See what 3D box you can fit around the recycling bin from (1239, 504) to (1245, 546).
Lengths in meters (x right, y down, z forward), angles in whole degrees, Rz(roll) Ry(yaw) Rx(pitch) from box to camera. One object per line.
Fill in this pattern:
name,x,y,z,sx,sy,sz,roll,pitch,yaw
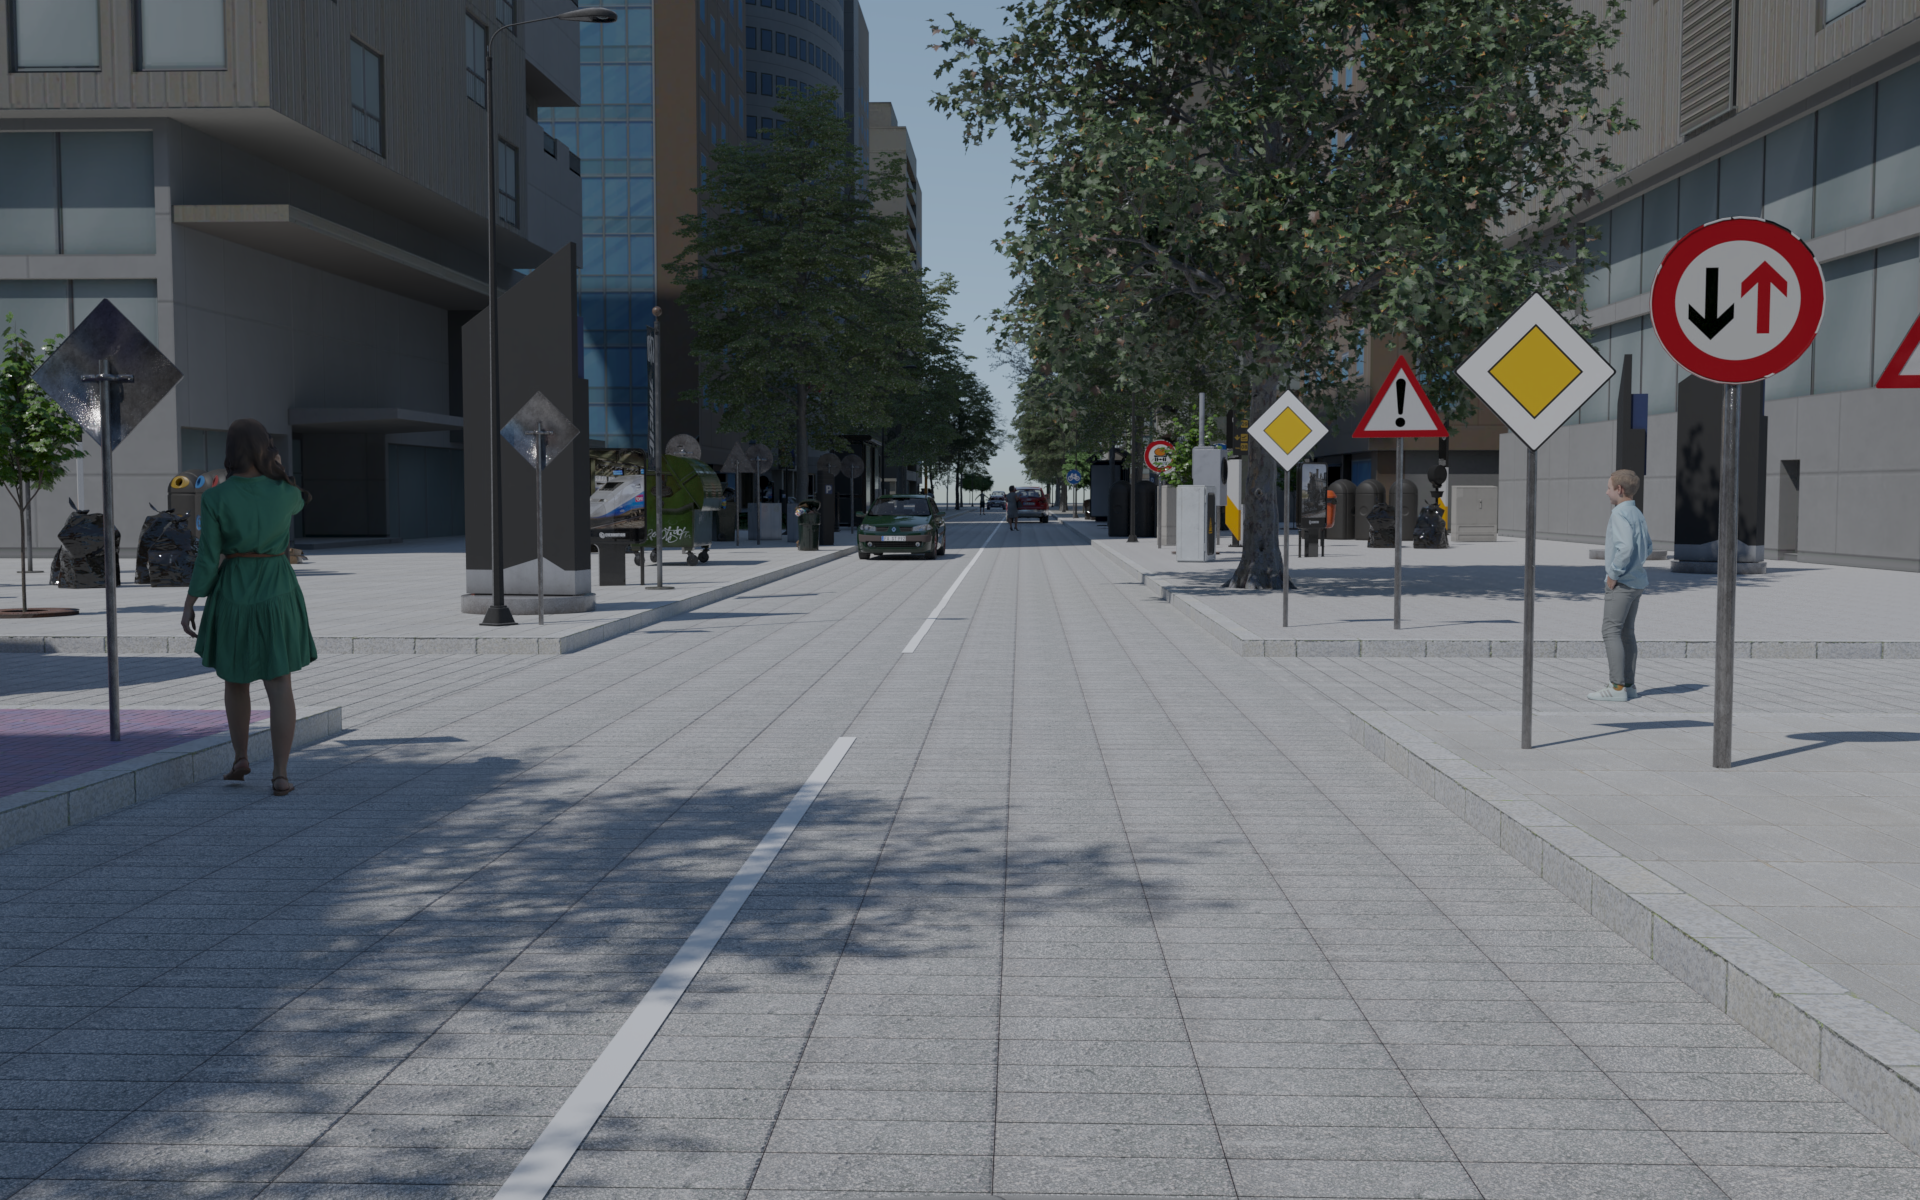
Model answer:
recycling bin,7.266,-1.841,42.654,0.722,1.027,0.722,3,4,37

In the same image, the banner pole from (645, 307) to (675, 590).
banner pole,-4.055,-2.017,22.994,0.401,3.779,0.863,0,4,3

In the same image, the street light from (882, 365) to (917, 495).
street light,-2.245,-5.506,62.562,1.470,5.913,1.316,0,4,2

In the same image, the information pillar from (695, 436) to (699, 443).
information pillar,-10.597,-4.760,69.174,0.183,3.616,0.504,3,5,43

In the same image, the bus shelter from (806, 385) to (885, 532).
bus shelter,-4.133,-5.188,62.451,2.179,5.291,8.768,0,4,2

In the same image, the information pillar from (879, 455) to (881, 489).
information pillar,-4.242,-5.862,87.198,0.504,3.616,0.183,1,4,16

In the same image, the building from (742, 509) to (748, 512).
building,-26.111,-25.232,104.419,32.217,40.220,23.993,0,4,2

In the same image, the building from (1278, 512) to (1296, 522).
building,21.050,-24.471,83.694,14.154,41.232,14.086,0,4,2

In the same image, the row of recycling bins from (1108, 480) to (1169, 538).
row of recycling bins,5.883,-2.700,51.255,3.534,1.692,1.069,3,5,40

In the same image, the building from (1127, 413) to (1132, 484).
building,25.470,-31.035,191.018,14.154,41.232,14.086,0,4,2

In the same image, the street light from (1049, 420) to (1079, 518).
street light,5.603,-7.280,91.575,1.470,5.913,1.316,0,4,2

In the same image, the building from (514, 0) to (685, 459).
building,-18.397,-26.553,84.253,14.600,45.320,14.200,0,4,2

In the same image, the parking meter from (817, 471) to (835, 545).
parking meter,-3.355,-2.302,43.351,0.399,1.863,0.255,-3,5,-42

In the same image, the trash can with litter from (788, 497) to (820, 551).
trash can with litter,-3.530,-1.708,39.318,0.624,1.170,1.055,-1,4,-17

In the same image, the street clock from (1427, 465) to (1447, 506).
street clock,11.876,-2.359,43.137,0.471,2.002,0.358,-2,4,-32

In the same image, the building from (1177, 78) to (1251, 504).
building,26.204,-48.526,106.065,22.319,86.520,31.000,0,4,2

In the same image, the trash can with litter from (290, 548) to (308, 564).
trash can with litter,-12.555,-1.252,31.851,1.055,1.170,0.624,0,4,-4

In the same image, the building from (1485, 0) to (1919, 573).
building,28.231,-27.397,37.185,27.495,52.752,28.713,0,4,2

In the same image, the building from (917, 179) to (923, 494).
building,-12.449,-35.838,236.066,14.600,45.320,14.200,0,4,2

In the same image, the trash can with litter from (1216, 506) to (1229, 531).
trash can with litter,8.997,-2.996,60.367,1.055,1.170,0.624,-2,4,-26

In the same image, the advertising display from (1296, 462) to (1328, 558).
advertising display,7.143,-1.832,35.163,0.123,1.923,0.974,3,5,44

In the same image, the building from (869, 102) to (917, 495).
building,-16.698,-36.363,218.240,21.300,48.544,21.600,0,4,2

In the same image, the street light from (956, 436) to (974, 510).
street light,0.375,-10.186,139.088,1.470,5.913,1.316,0,4,2

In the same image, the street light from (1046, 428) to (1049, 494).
street light,6.759,-9.112,121.520,1.470,5.913,1.316,0,4,2

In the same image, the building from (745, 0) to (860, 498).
building,-19.397,-35.992,130.466,21.231,58.520,28.212,0,4,2

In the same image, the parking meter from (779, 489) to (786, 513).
parking meter,-8.811,-4.756,86.169,0.372,1.533,0.369,0,3,0

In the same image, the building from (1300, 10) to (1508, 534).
building,20.345,-25.160,61.479,14.600,45.320,14.200,0,4,2

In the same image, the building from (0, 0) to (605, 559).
building,-26.108,-27.899,45.384,28.713,52.752,27.495,0,4,2

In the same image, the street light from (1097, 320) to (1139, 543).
street light,4.045,-4.483,45.839,1.470,5.913,1.316,0,4,2

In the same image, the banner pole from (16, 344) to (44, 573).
banner pole,-15.046,-2.318,27.914,0.401,3.779,0.863,-2,4,-28

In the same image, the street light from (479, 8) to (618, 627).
street light,-3.971,-2.703,16.733,1.470,5.913,1.316,0,4,2

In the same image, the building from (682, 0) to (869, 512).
building,-15.442,-30.717,152.332,14.600,45.320,14.200,0,4,2

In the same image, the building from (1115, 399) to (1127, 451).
building,30.699,-36.283,212.837,23.786,49.044,30.456,0,4,2

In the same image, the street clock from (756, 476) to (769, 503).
street clock,-7.727,-3.864,67.747,0.471,2.002,0.358,-2,4,-25

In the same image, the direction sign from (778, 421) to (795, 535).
direction sign,-5.430,-3.811,54.307,0.379,3.537,0.876,2,4,28

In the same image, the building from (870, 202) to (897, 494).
building,-22.981,-30.827,195.895,32.217,40.220,23.993,0,4,2

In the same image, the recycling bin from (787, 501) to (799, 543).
recycling bin,-4.111,-2.044,45.970,0.722,1.027,0.722,-3,4,-36

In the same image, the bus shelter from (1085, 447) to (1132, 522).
bus shelter,6.713,-5.128,77.762,2.014,3.302,5.546,0,4,2

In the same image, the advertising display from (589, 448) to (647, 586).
advertising display,-4.862,-1.159,24.160,0.974,1.923,0.123,-1,4,-19

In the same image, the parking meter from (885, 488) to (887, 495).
parking meter,-3.367,-4.123,75.824,0.372,1.533,0.369,0,3,0

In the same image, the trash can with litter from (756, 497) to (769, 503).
trash can with litter,-8.278,-3.680,71.553,0.624,1.170,1.055,-2,4,-28

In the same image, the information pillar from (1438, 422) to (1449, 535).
information pillar,15.061,-3.829,53.952,0.183,3.616,0.504,-1,4,-14

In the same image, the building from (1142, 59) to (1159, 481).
building,23.597,-28.626,151.629,14.154,41.232,14.086,0,4,2

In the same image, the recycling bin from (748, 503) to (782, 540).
recycling bin,-5.453,-2.191,48.381,0.722,1.027,0.722,-2,4,-35

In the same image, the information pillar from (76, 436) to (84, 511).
information pillar,-14.141,-2.230,27.822,0.183,3.616,0.504,-2,4,-28

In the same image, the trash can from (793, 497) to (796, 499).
trash can,-8.595,-4.752,89.351,0.748,1.137,0.748,0,3,0

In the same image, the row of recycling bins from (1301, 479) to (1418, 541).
row of recycling bins,11.130,-2.524,48.387,3.534,1.692,1.069,3,5,41

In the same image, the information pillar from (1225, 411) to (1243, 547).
information pillar,6.609,-3.083,41.759,0.183,3.616,0.504,-2,4,-32

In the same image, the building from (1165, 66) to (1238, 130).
building,26.749,-31.179,133.472,21.300,48.544,21.600,0,4,2

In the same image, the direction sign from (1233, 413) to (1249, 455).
direction sign,5.922,-2.628,34.960,0.876,3.537,0.379,-1,4,-12

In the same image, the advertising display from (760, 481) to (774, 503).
advertising display,-9.646,-4.966,86.414,0.974,1.923,0.123,3,5,41

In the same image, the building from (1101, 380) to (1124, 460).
building,30.724,-37.644,239.177,21.300,48.544,21.600,0,4,2

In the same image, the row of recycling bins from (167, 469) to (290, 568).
row of recycling bins,-11.800,-1.275,27.960,1.069,1.692,3.534,-3,5,-42

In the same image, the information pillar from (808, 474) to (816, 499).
information pillar,-5.409,-3.570,62.857,0.304,2.012,0.304,0,4,7

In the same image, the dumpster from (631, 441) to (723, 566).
dumpster,-5.223,-1.772,31.471,1.502,2.255,1.985,0,4,2
